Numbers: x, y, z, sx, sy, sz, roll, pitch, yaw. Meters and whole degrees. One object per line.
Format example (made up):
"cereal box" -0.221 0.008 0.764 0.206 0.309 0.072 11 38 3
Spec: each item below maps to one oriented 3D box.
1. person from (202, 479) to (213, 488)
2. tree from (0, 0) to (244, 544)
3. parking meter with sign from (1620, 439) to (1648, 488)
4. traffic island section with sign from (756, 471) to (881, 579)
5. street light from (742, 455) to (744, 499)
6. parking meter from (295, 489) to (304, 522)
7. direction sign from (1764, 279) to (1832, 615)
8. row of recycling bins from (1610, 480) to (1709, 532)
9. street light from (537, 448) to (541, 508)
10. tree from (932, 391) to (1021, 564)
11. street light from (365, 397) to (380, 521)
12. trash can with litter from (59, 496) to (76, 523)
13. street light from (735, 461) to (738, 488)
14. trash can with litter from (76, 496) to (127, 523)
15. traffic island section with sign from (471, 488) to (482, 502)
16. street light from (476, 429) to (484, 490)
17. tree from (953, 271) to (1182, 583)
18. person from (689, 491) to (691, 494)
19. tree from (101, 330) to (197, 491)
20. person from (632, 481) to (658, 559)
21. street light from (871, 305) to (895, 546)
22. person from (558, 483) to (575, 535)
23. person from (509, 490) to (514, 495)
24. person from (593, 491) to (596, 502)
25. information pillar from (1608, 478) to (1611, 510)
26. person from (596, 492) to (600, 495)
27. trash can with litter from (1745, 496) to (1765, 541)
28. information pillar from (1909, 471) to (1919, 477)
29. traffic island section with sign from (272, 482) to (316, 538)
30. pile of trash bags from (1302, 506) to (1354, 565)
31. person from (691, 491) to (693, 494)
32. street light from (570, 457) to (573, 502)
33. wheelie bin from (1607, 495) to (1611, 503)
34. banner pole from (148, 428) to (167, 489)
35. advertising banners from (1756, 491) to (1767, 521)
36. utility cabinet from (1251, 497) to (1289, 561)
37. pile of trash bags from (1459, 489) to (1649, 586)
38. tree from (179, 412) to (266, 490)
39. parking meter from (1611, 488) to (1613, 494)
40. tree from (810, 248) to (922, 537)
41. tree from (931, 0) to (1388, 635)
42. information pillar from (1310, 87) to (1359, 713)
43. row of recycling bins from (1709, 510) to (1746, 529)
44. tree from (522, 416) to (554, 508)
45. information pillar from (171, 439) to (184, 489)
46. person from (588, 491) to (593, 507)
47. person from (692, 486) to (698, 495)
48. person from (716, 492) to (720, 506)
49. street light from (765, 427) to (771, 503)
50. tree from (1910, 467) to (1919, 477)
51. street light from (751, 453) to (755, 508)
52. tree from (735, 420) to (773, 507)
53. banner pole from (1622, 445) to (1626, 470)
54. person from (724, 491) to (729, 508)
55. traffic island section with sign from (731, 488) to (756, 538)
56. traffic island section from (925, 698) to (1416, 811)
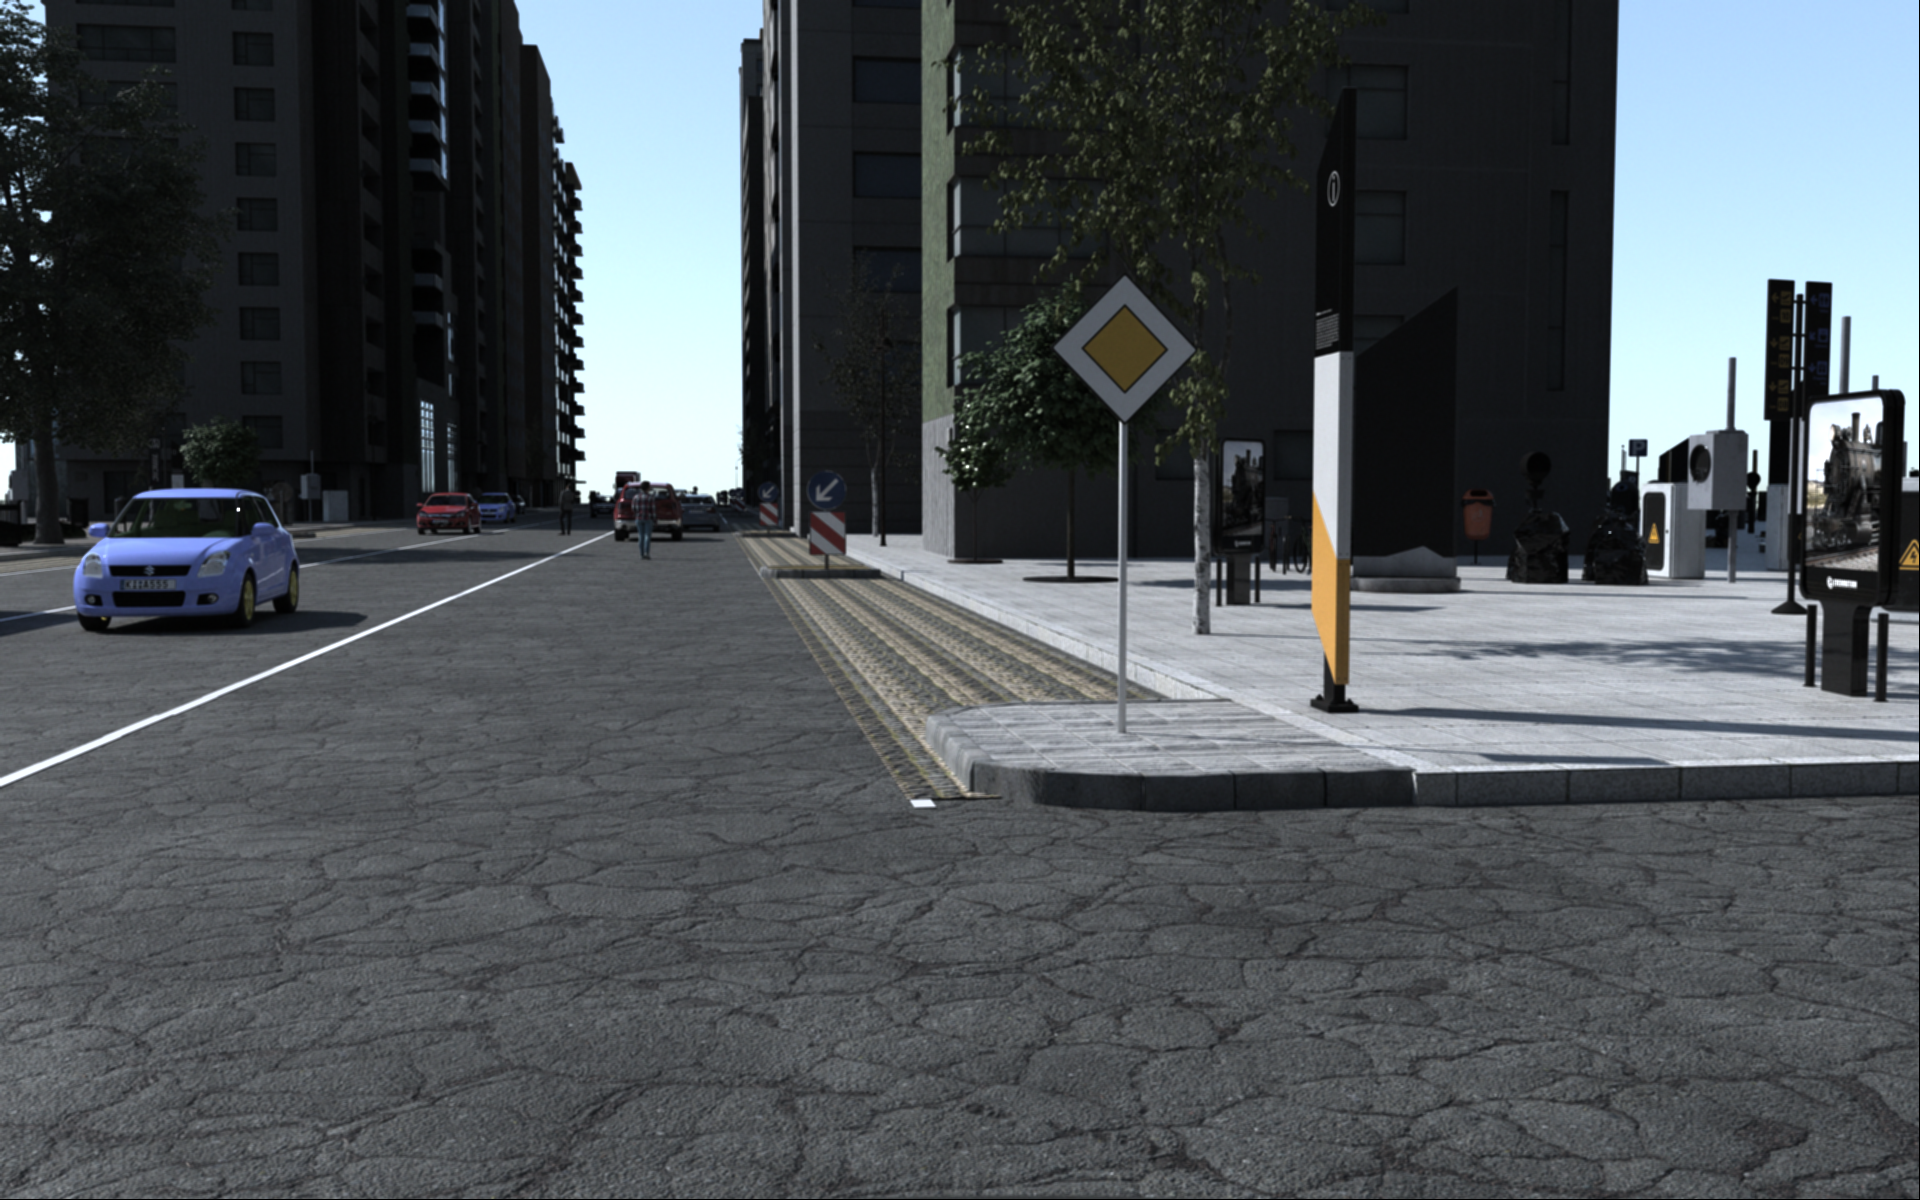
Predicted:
"person" -18.489 -2.063 42.420 0.709 1.800 0.728 1 4 17
"tree" -23.398 -8.400 43.997 9.857 13.997 8.962 0 3 0
"parking meter with sign" 21.658 -3.653 55.989 0.543 3.016 1.738 0 4 6
"traffic island section with sign" -2.468 -1.312 30.085 1.989 1.847 2.006 -1 4 -8
"street light" -25.111 -13.919 200.369 0.468 5.910 1.993 -1 4 -8
"parking meter" -30.734 -4.415 80.598 0.372 1.533 0.369 0 3 0
"direction sign" 8.915 -1.620 18.482 0.876 3.537 0.379 -1 4 -21
"row of recycling bins" 20.197 -2.718 51.559 3.534 1.692 1.069 3 4 38
"street light" -40.016 -11.746 164.840 0.468 5.910 1.993 -1 4 -8
"tree" 0.290 -2.293 32.088 1.663 3.219 1.824 0 3 0
"street light" -27.976 -6.714 82.569 0.468 5.910 1.993 -1 4 -8
"trash can with litter" -40.234 -4.094 77.996 2.233 1.210 1.678 1 4 15
"street light" -30.991 -16.366 240.364 0.468 5.910 1.993 -1 4 -8
"trash can with litter" -26.467 -2.678 54.835 2.233 1.210 1.678 2 4 34
"traffic island section with sign" -29.178 -5.873 104.646 1.989 1.847 2.006 -1 4 -8
"street light" -33.794 -9.143 122.277 0.468 5.910 1.993 -1 4 -8
"tree" 1.724 -2.558 25.539 4.285 4.588 4.351 0 3 0
"person" -36.420 -13.763 233.540 0.705 1.823 1.348 0 4 4
"tree" -35.864 -7.687 76.037 4.360 8.622 3.978 0 3 0
"person" -6.945 -1.759 38.105 0.563 1.720 0.643 1 4 16
"street light" -1.894 -4.267 42.552 0.468 5.910 1.993 -1 4 -8
"person" -13.797 -3.180 60.669 0.592 1.802 0.473 -1 4 -22
"person" -36.001 -8.029 138.781 0.593 1.643 0.415 2 4 27
"person" -43.828 -12.175 207.659 0.705 1.812 1.348 -2 4 -35
"information pillar" 29.379 -4.547 78.843 0.304 2.012 0.304 -2 4 -25
"person" -46.987 -13.195 224.901 0.551 1.740 0.621 -3 5 -43
"trash can with litter" 22.894 -2.220 47.357 2.233 1.210 1.678 0 4 5
"information pillar" 30.487 -3.105 55.266 0.304 2.012 0.304 -3 4 -36
"traffic island section with sign" -22.107 -2.918 56.333 1.989 1.847 2.006 -1 4 -8
"pile of trash bags" 8.006 -1.342 31.692 3.447 1.369 1.912 1 4 12
"person" -29.960 -11.261 193.301 1.217 1.739 0.721 0 4 3
"street light" -45.936 -14.189 204.772 0.468 5.910 1.993 -1 4 -8
"wheelie bin" 20.518 -2.926 55.748 0.693 1.594 0.980 0 4 7
"banner pole" -30.269 -4.617 65.503 0.401 3.779 0.863 3 5 40
"advertising banners" 38.360 -5.197 81.160 0.090 3.025 2.074 -3 4 -38
"utility cabinet" 5.969 -1.365 33.485 0.306 1.237 1.020 3 5 42
"pile of trash bags" 8.418 -0.969 25.601 3.447 1.369 1.912 2 4 29
"tree" -29.576 -5.252 69.582 4.285 4.588 4.351 0 3 0
"parking meter" 25.502 -3.603 67.319 0.372 1.533 0.369 0 3 0
"tree" -2.495 -6.192 51.605 4.360 8.622 3.978 0 3 0
"tree" 1.977 -3.988 15.562 4.737 8.622 4.395 0 3 0
"information pillar" 2.219 -1.158 10.285 0.183 3.616 0.504 0 4 -6
"row of recycling bins" 27.600 -3.516 64.598 1.069 1.692 3.534 -2 4 -34
"tree" -38.994 -12.662 157.389 4.360 8.622 3.978 0 3 0
"information pillar" -33.323 -5.040 73.758 0.504 3.616 0.183 -1 4 -11
"person" -41.585 -11.401 194.992 0.705 1.812 1.348 -2 4 -32
"person" -12.686 -4.582 83.588 0.590 1.801 0.661 0 4 -7
"person" -29.736 -12.471 213.073 0.551 1.740 0.621 -1 4 -18
"street light" -13.093 -8.909 118.455 0.468 5.910 1.993 -1 4 -8
"tree" 29.985 -3.592 53.326 1.663 3.219 1.824 0 3 0
"street light" -18.994 -11.395 159.096 0.468 5.910 1.993 -1 4 -8
"tree" -20.150 -13.400 169.446 4.360 8.622 3.978 0 3 0
"banner pole" 33.954 -6.031 88.631 0.401 3.779 0.863 3 4 37
"person" -24.737 -10.660 183.517 0.721 1.735 1.217 -2 4 -35
"traffic island section with sign" -6.496 -2.992 57.540 1.989 1.847 2.006 -1 4 -8
"traffic island section" 0.913 0.794 9.296 2.009 0.180 2.903 -1 4 -8
